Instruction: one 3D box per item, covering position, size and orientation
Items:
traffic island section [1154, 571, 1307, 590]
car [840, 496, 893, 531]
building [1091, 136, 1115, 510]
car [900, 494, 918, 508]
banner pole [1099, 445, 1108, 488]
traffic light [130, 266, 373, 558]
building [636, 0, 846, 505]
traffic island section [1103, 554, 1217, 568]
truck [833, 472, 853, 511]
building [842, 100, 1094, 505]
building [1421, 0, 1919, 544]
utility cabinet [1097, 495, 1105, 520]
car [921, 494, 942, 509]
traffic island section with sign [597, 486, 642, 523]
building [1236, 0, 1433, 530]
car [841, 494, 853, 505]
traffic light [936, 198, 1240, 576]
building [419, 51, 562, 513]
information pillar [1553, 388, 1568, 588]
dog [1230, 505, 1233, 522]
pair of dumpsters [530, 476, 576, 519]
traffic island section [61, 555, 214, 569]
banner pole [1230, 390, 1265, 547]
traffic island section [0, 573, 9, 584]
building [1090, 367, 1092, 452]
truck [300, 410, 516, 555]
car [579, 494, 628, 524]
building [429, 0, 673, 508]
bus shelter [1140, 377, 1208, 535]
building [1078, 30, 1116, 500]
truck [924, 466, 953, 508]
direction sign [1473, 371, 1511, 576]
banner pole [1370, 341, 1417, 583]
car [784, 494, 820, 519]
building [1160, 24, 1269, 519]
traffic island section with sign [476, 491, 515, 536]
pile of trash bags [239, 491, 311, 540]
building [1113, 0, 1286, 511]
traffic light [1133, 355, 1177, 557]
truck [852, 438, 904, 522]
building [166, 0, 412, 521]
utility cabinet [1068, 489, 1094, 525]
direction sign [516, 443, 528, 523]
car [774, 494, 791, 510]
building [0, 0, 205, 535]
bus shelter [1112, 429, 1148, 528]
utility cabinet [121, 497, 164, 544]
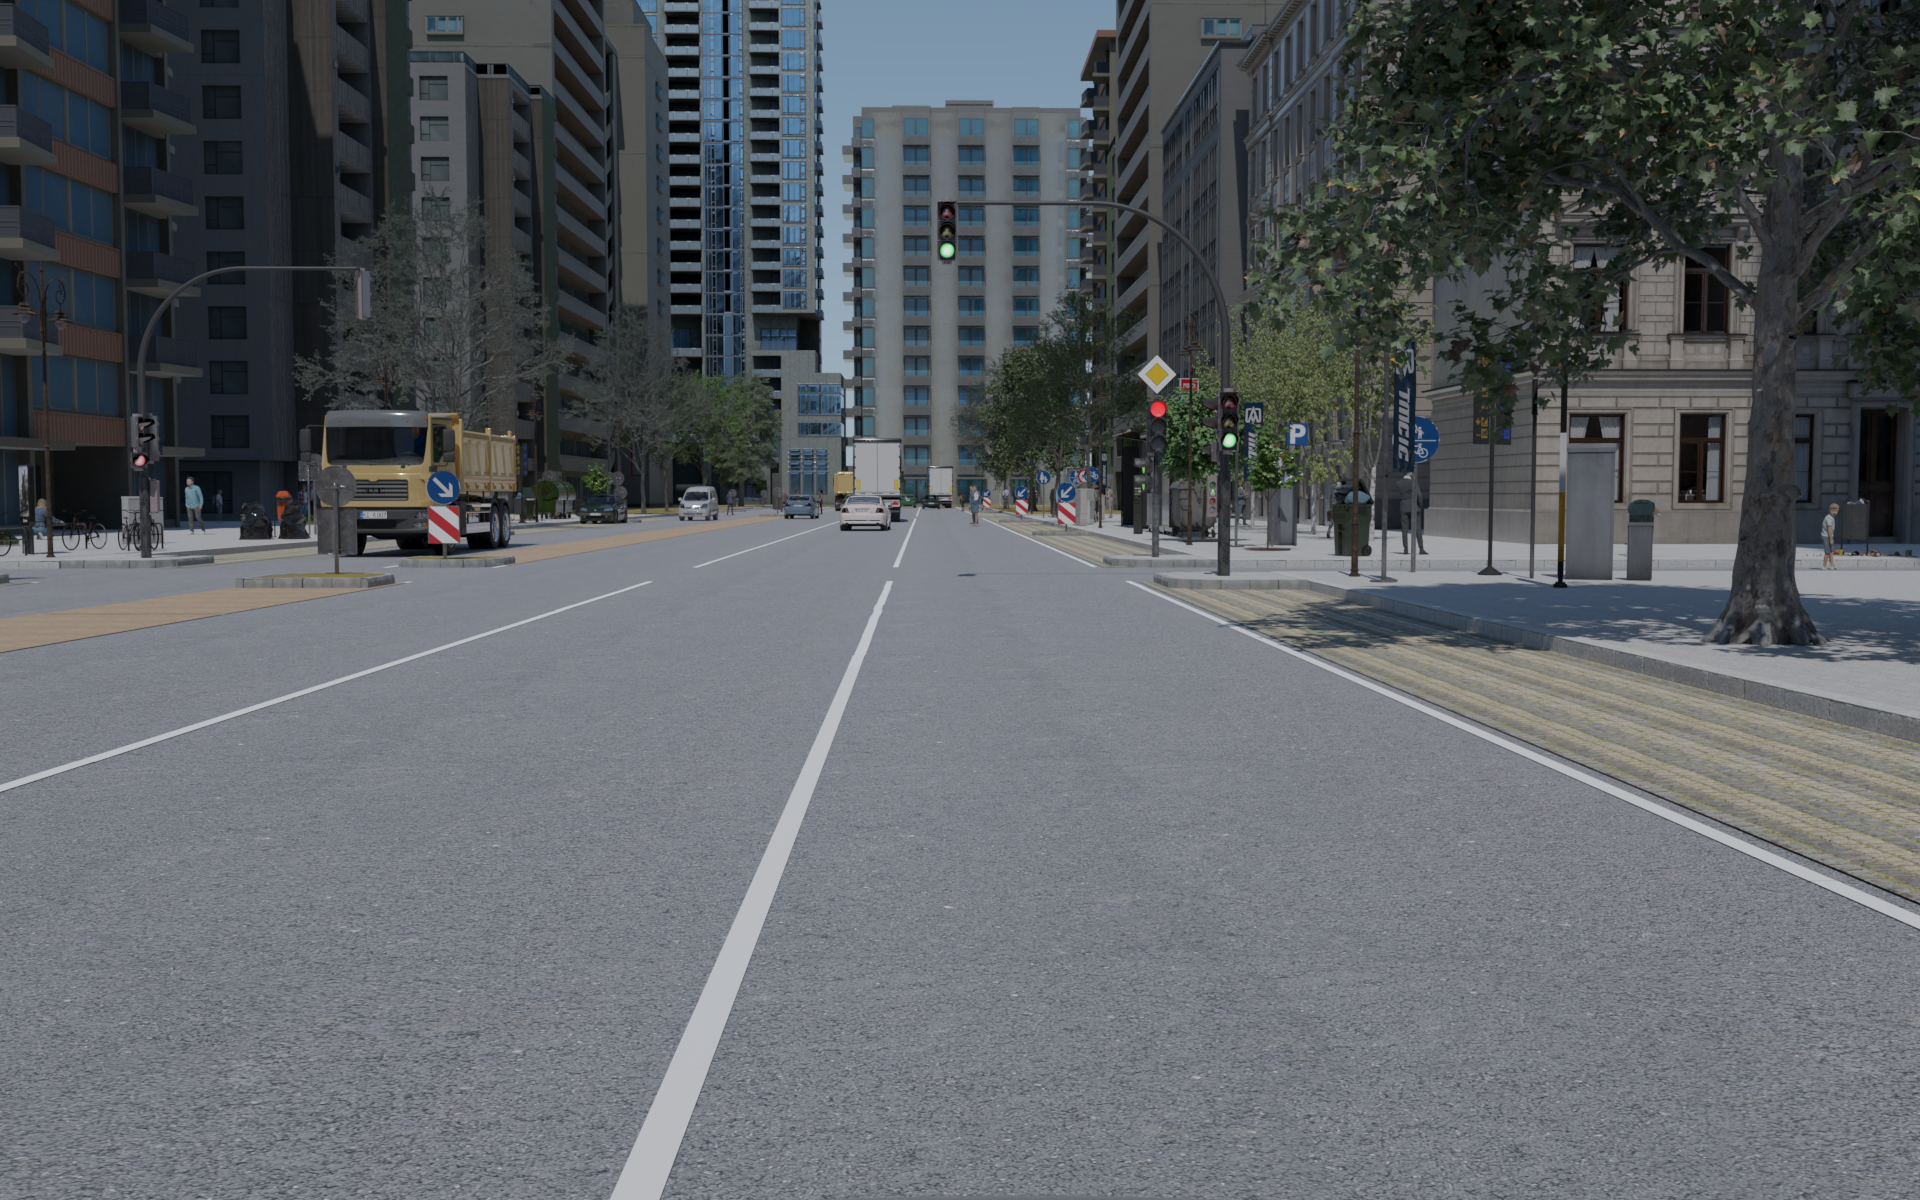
[{"bbox_3d":[4.148,-0.300,27.179,2.009,0.180,2.903,0,4,-1],"label":"traffic island section"},{"bbox_3d":[-3.738,-3.445,68.690,2.083,1.381,4.827,0,4,0],"label":"car"},{"bbox_3d":[18.853,-22.692,142.722,14.160,30.474,14.107,0,4,-1],"label":"building"},{"bbox_3d":[-5.447,-10.248,179.346,2.131,1.459,4.920,0,4,-3],"label":"car"},{"bbox_3d":[7.315,-6.053,88.990,0.401,3.779,0.863,3,5,42],"label":"banner pole"},{"bbox_3d":[-14.218,-3.672,34.707,4.771,5.953,1.251,0,4,-1],"label":"traffic light"},{"bbox_3d":[-29.679,-54.917,210.565,31.000,86.520,22.319,0,4,-1],"label":"building"},{"bbox_3d":[3.989,-0.788,35.162,2.009,0.180,2.903,0,4,-1],"label":"traffic island section"},{"bbox_3d":[-9.324,-9.348,148.762,3.469,3.379,9.791,0,4,-2],"label":"truck"},{"bbox_3d":[1.021,-36.320,213.442,30.456,49.044,23.786,0,4,-1],"label":"building"},{"bbox_3d":[23.543,-11.252,48.595,19.286,19.102,10.561,0,4,-1],"label":"building"},{"bbox_3d":[6.656,-4.519,85.048,1.020,1.237,0.306,-3,5,-41],"label":"utility cabinet"},{"bbox_3d":[-2.741,-9.479,164.770,2.009,1.686,4.222,0,4,-1],"label":"car"},{"bbox_3d":[-17.053,-4.788,86.906,1.989,1.847,2.006,0,4,-1],"label":"traffic island section with sign"},{"bbox_3d":[20.096,-16.927,74.012,12.463,27.353,25.104,0,4,-1],"label":"building"},{"bbox_3d":[-8.439,-7.718,137.988,2.131,1.459,4.920,0,4,-2],"label":"car"},{"bbox_3d":[2.018,-3.193,26.881,4.771,5.953,1.251,0,4,-1],"label":"traffic light"},{"bbox_3d":[-35.522,-21.108,116.809,14.160,30.474,14.107,0,4,-1],"label":"building"},{"bbox_3d":[8.234,-1.975,23.649,0.183,3.616,0.504,1,4,19],"label":"information pillar"},{"bbox_3d":[12.413,-4.025,80.195,0.513,0.831,0.800,1,4,13],"label":"dog"},{"bbox_3d":[-21.019,-5.317,89.421,1.574,2.255,4.437,0,4,-1],"label":"pair of dumpsters"},{"bbox_3d":[-16.348,-0.764,34.765,2.009,0.180,2.903,0,4,-1],"label":"traffic island section"},{"bbox_3d":[6.896,-3.162,41.710,0.863,3.779,0.401,1,4,17],"label":"banner pole"},{"bbox_3d":[-16.190,-0.275,26.781,2.009,0.180,2.903,0,4,-1],"label":"traffic island section"},{"bbox_3d":[23.404,-26.753,209.115,14.107,30.474,14.160,0,4,-1],"label":"building"},{"bbox_3d":[-13.278,-2.865,42.772,3.469,3.379,9.791,0,4,-2],"label":"truck"},{"bbox_3d":[-17.191,-4.512,83.560,2.009,1.686,4.222,0,4,0],"label":"car"},{"bbox_3d":[-39.980,-33.214,166.755,21.600,48.544,21.300,0,4,-1],"label":"building"},{"bbox_3d":[7.214,-4.866,57.190,2.179,5.291,8.768,0,4,-1],"label":"bus shelter"},{"bbox_3d":[22.821,-31.143,163.816,22.147,44.769,28.867,0,4,-1],"label":"building"},{"bbox_3d":[-2.145,-11.595,178.490,2.839,4.237,11.283,0,4,-2],"label":"truck"},{"bbox_3d":[8.397,-2.162,27.346,0.876,3.537,0.379,-2,4,-33],"label":"direction sign"},{"bbox_3d":[6.282,-2.136,24.939,0.401,3.779,0.863,-2,4,-26],"label":"banner pole"},{"bbox_3d":[-9.204,-5.426,100.720,2.014,1.417,4.499,0,4,1],"label":"car"},{"bbox_3d":[19.908,-18.655,98.512,14.314,27.812,24.014,0,4,-1],"label":"building"},{"bbox_3d":[-16.530,-3.139,59.956,1.989,1.847,2.006,0,4,-1],"label":"traffic island section with sign"},{"bbox_3d":[-19.799,-2.474,50.209,1.912,1.369,3.447,-1,4,-15],"label":"pile of trash bags"},{"bbox_3d":[22.849,-30.579,123.671,21.300,48.544,21.600,0,4,-1],"label":"building"},{"bbox_3d":[3.949,-2.821,35.047,0.839,4.253,0.868,0,4,-1],"label":"traffic light"},{"bbox_3d":[-4.374,-6.331,92.426,2.839,4.237,11.283,0,4,-2],"label":"truck"},{"bbox_3d":[-36.313,-19.271,86.785,14.160,30.474,14.107,0,4,-1],"label":"building"},{"bbox_3d":[5.119,-3.957,73.379,1.173,1.500,0.318,3,5,41],"label":"utility cabinet"},{"bbox_3d":[-19.428,-5.186,76.787,0.876,3.537,0.379,3,5,41],"label":"direction sign"},{"bbox_3d":[-15.928,-8.944,158.234,2.014,1.417,4.499,0,4,0],"label":"car"},{"bbox_3d":[-39.478,-24.601,56.848,22.147,44.769,28.867,0,4,-1],"label":"building"},{"bbox_3d":[6.957,-4.556,65.770,1.731,3.624,6.357,0,4,-1],"label":"bus shelter"},{"bbox_3d":[-21.008,-2.042,44.546,0.306,1.237,1.020,2,4,27],"label":"utility cabinet"}]
